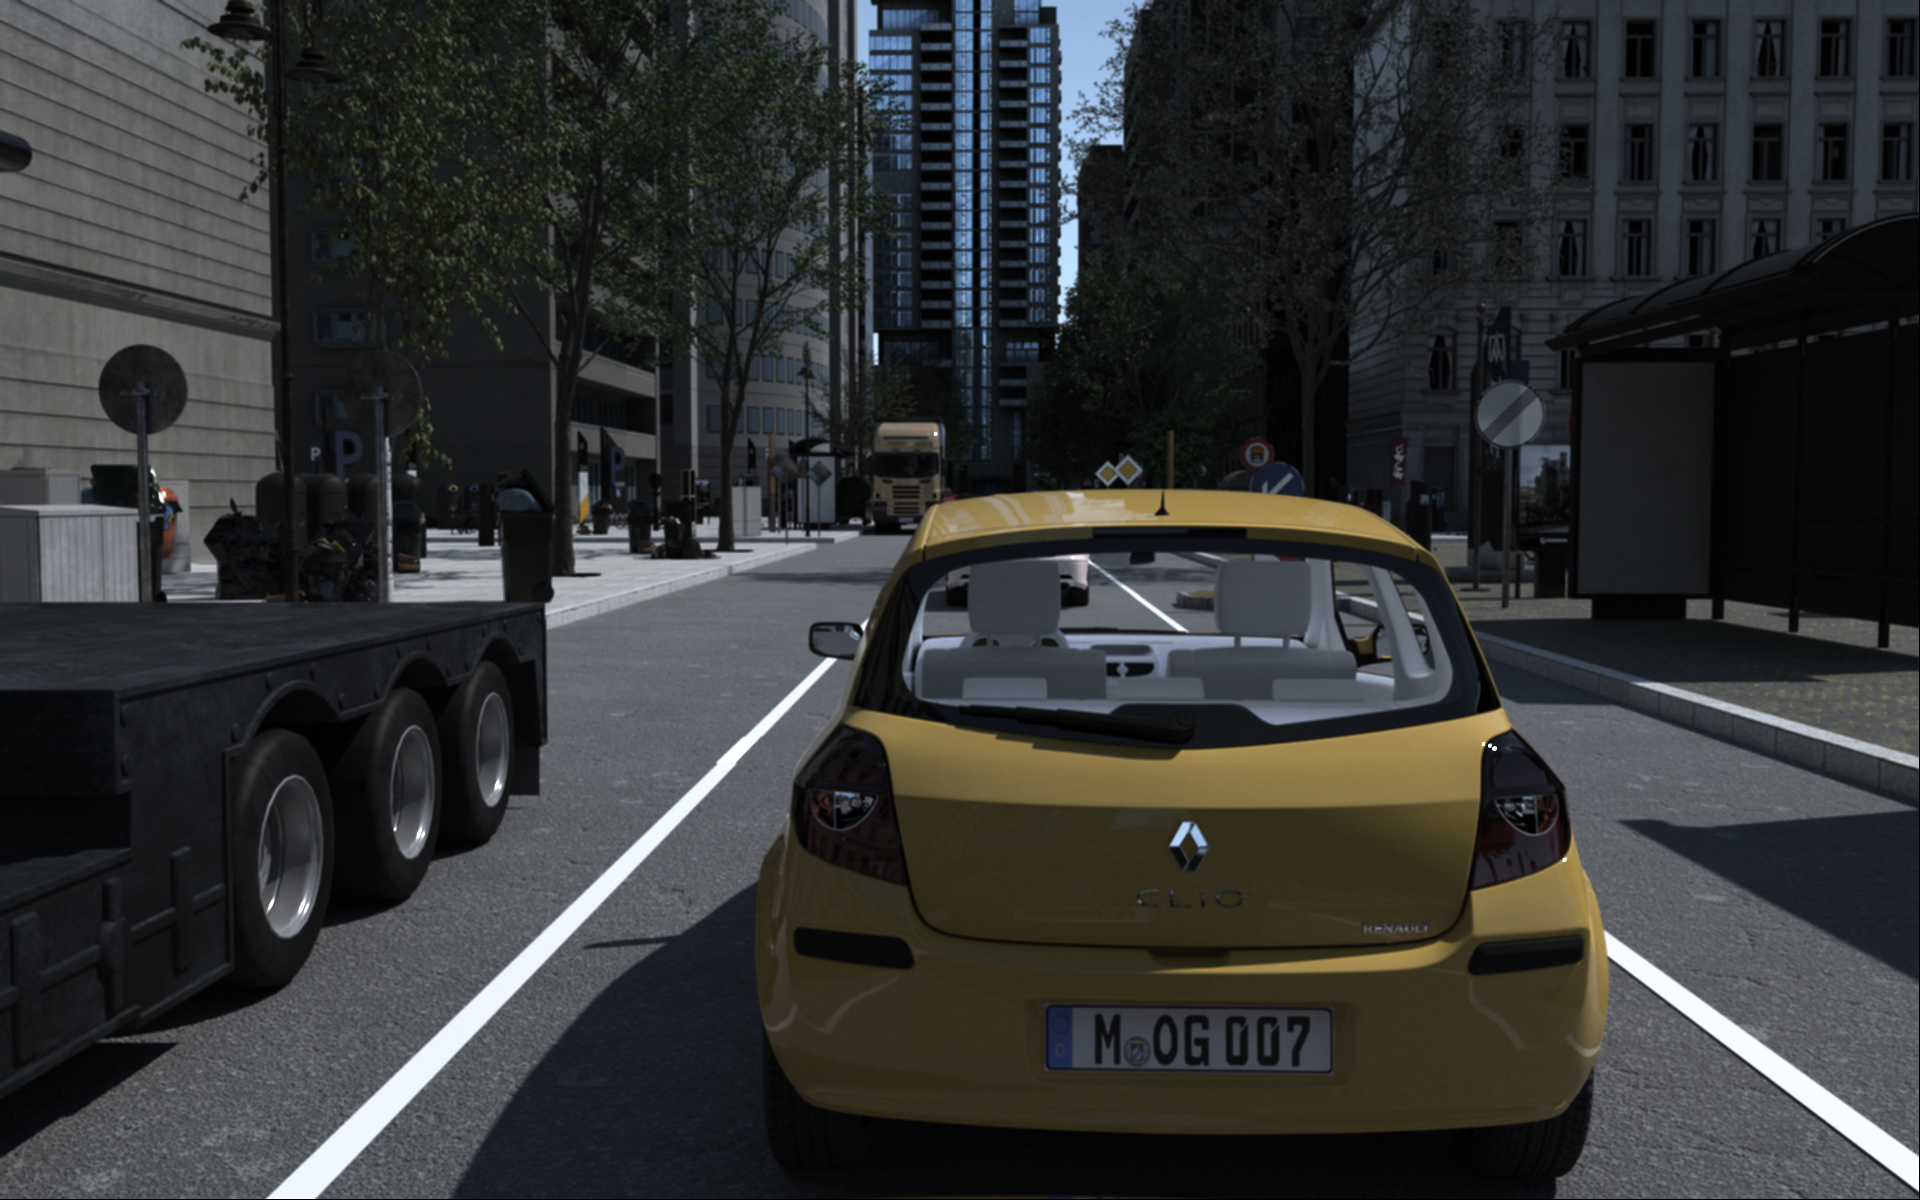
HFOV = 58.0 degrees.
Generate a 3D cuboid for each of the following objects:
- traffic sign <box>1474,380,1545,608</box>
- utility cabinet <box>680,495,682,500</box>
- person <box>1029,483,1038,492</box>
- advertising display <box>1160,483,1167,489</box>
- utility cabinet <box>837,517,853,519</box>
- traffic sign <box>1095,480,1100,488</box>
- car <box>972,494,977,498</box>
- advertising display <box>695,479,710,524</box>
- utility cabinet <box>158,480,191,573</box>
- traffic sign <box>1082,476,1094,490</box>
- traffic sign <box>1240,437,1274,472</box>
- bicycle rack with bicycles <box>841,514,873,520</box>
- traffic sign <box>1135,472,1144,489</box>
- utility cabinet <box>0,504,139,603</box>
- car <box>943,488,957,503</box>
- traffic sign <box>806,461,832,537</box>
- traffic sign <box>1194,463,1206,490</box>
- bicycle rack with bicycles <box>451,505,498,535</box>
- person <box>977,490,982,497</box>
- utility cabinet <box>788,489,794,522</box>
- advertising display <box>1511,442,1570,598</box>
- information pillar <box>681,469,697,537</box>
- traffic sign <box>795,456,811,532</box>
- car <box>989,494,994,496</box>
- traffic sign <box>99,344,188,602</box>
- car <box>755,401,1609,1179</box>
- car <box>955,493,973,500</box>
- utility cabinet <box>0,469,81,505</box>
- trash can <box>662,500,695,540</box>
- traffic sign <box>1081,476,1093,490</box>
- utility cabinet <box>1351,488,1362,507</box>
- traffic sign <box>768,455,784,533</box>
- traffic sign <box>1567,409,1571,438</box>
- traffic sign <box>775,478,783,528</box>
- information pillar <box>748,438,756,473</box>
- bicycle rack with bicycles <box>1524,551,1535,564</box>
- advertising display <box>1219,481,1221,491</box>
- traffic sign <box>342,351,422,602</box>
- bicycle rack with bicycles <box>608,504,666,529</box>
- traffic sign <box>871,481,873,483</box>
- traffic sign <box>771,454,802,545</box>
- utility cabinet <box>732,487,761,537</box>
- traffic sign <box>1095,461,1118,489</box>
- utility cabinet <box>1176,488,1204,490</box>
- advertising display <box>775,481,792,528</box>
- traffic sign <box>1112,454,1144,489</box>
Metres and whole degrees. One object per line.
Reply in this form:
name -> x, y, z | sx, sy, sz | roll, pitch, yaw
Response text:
traffic sign -> 6.151, -1.183, 19.455 | 0.768, 2.556, 0.104 | 0, 4, 8
utility cabinet -> -12.381, -4.198, 79.803 | 1.020, 1.237, 0.306 | 1, 4, 19
person -> 2.779, -3.469, 65.316 | 0.850, 1.850, 0.679 | -1, 4, -19
advertising display -> 10.178, -4.824, 84.087 | 0.974, 1.923, 0.123 | 3, 4, 36
utility cabinet -> -6.043, -4.865, 90.698 | 1.020, 1.237, 0.306 | 3, 5, 43
traffic sign -> 9.540, -7.155, 119.106 | 0.606, 2.300, 0.079 | 0, 4, 2
car -> 1.293, -10.518, 183.978 | 2.014, 1.417, 4.499 | 0, 4, 1
advertising display -> -11.125, -4.188, 73.687 | 0.974, 1.923, 0.123 | -1, 4, -15
utility cabinet -> -12.872, -1.158, 27.619 | 0.318, 1.500, 1.173 | 2, 4, 23
traffic sign -> 8.943, -7.426, 121.424 | 0.884, 2.594, 0.081 | 0, 4, 3
traffic sign -> 6.691, -2.385, 39.102 | 0.768, 2.556, 0.104 | 0, 4, 2
bicycle rack with bicycles -> -5.174, -4.296, 83.622 | 2.925, 0.926, 2.852 | 0, 4, -6
traffic sign -> 6.357, -3.810, 62.395 | 0.768, 2.556, 0.104 | 1, 4, 10
utility cabinet -> -5.133, 0.071, 10.002 | 0.306, 1.237, 1.020 | 0, 4, 3
car -> -1.275, -5.836, 104.094 | 2.281, 1.827, 5.304 | 0, 4, 2
traffic sign -> -4.229, -2.957, 51.983 | 0.795, 2.450, 0.064 | 0, 4, 1
traffic sign -> 8.468, -3.804, 62.308 | 0.768, 2.556, 0.104 | 0, 4, 2
bicycle rack with bicycles -> -15.302, -2.590, 55.722 | 2.852, 0.926, 2.925 | 1, 4, 14
person -> 1.799, -8.969, 155.231 | 0.705, 1.814, 1.350 | 2, 4, 24
utility cabinet -> -7.632, -4.304, 79.048 | 1.173, 1.500, 0.318 | 3, 5, 41
advertising display -> 7.287, -0.987, 21.347 | 0.974, 1.923, 0.123 | 0, 4, -8
information pillar -> -8.074, -2.878, 51.555 | 0.304, 2.012, 0.304 | 2, 4, 26
traffic sign -> -5.325, -3.596, 58.793 | 0.884, 2.594, 0.081 | 1, 4, 9
car -> 3.459, -9.787, 170.240 | 2.015, 1.641, 3.980 | 0, 4, 1
traffic sign -> -6.963, -0.897, 14.775 | 0.768, 2.556, 0.104 | 0, 4, 2
car -> 0.491, 0.315, 5.078 | 2.015, 1.641, 3.980 | 0, 4, 2
car -> 0.346, -8.035, 140.405 | 2.155, 1.783, 4.494 | 0, 4, 0
utility cabinet -> -8.236, -0.421, 15.559 | 1.173, 1.500, 0.318 | 3, 5, 44
trash can -> -6.573, -1.763, 40.480 | 0.748, 1.137, 0.748 | 0, 3, 0
traffic sign -> 9.074, -7.574, 123.833 | 0.884, 2.594, 0.081 | 0, 4, 4
utility cabinet -> 13.895, -3.210, 61.161 | 0.318, 1.500, 1.173 | 2, 4, 28
traffic sign -> -5.898, -3.446, 56.443 | 0.768, 2.556, 0.104 | 1, 4, 11
traffic sign -> 7.997, -1.324, 21.755 | 0.768, 2.556, 0.104 | 1, 4, 11
traffic sign -> -6.734, -3.863, 65.296 | 0.606, 2.300, 0.079 | 0, 4, 4
information pillar -> -8.710, -4.962, 72.482 | 0.183, 3.616, 0.504 | 2, 4, 26
bicycle rack with bicycles -> 10.992, -1.142, 32.048 | 2.925, 0.926, 2.852 | 1, 4, 16
advertising display -> 13.515, -5.023, 87.344 | 0.974, 1.923, 0.123 | 0, 4, 7
traffic sign -> -5.148, -0.936, 15.413 | 0.768, 2.556, 0.104 | 1, 4, 11
bicycle rack with bicycles -> -11.789, -3.117, 64.352 | 2.925, 0.926, 2.852 | 3, 4, 37
traffic sign -> -5.216, -6.389, 104.471 | 0.884, 2.594, 0.081 | 0, 4, 8
traffic sign -> -4.402, -2.468, 44.000 | 0.795, 2.450, 0.064 | 0, 4, 1
utility cabinet -> -6.489, -2.638, 51.803 | 0.318, 1.500, 1.173 | 3, 5, 41
traffic sign -> 4.413, -2.944, 51.776 | 0.795, 2.450, 0.064 | 0, 4, 1
utility cabinet -> 8.674, -3.495, 65.816 | 1.173, 1.500, 0.318 | -2, 4, -26
advertising display -> -6.794, -3.735, 66.283 | 0.123, 1.923, 0.974 | 3, 4, 37
traffic sign -> 4.240, -2.456, 43.793 | 0.795, 2.450, 0.064 | 0, 4, 1
